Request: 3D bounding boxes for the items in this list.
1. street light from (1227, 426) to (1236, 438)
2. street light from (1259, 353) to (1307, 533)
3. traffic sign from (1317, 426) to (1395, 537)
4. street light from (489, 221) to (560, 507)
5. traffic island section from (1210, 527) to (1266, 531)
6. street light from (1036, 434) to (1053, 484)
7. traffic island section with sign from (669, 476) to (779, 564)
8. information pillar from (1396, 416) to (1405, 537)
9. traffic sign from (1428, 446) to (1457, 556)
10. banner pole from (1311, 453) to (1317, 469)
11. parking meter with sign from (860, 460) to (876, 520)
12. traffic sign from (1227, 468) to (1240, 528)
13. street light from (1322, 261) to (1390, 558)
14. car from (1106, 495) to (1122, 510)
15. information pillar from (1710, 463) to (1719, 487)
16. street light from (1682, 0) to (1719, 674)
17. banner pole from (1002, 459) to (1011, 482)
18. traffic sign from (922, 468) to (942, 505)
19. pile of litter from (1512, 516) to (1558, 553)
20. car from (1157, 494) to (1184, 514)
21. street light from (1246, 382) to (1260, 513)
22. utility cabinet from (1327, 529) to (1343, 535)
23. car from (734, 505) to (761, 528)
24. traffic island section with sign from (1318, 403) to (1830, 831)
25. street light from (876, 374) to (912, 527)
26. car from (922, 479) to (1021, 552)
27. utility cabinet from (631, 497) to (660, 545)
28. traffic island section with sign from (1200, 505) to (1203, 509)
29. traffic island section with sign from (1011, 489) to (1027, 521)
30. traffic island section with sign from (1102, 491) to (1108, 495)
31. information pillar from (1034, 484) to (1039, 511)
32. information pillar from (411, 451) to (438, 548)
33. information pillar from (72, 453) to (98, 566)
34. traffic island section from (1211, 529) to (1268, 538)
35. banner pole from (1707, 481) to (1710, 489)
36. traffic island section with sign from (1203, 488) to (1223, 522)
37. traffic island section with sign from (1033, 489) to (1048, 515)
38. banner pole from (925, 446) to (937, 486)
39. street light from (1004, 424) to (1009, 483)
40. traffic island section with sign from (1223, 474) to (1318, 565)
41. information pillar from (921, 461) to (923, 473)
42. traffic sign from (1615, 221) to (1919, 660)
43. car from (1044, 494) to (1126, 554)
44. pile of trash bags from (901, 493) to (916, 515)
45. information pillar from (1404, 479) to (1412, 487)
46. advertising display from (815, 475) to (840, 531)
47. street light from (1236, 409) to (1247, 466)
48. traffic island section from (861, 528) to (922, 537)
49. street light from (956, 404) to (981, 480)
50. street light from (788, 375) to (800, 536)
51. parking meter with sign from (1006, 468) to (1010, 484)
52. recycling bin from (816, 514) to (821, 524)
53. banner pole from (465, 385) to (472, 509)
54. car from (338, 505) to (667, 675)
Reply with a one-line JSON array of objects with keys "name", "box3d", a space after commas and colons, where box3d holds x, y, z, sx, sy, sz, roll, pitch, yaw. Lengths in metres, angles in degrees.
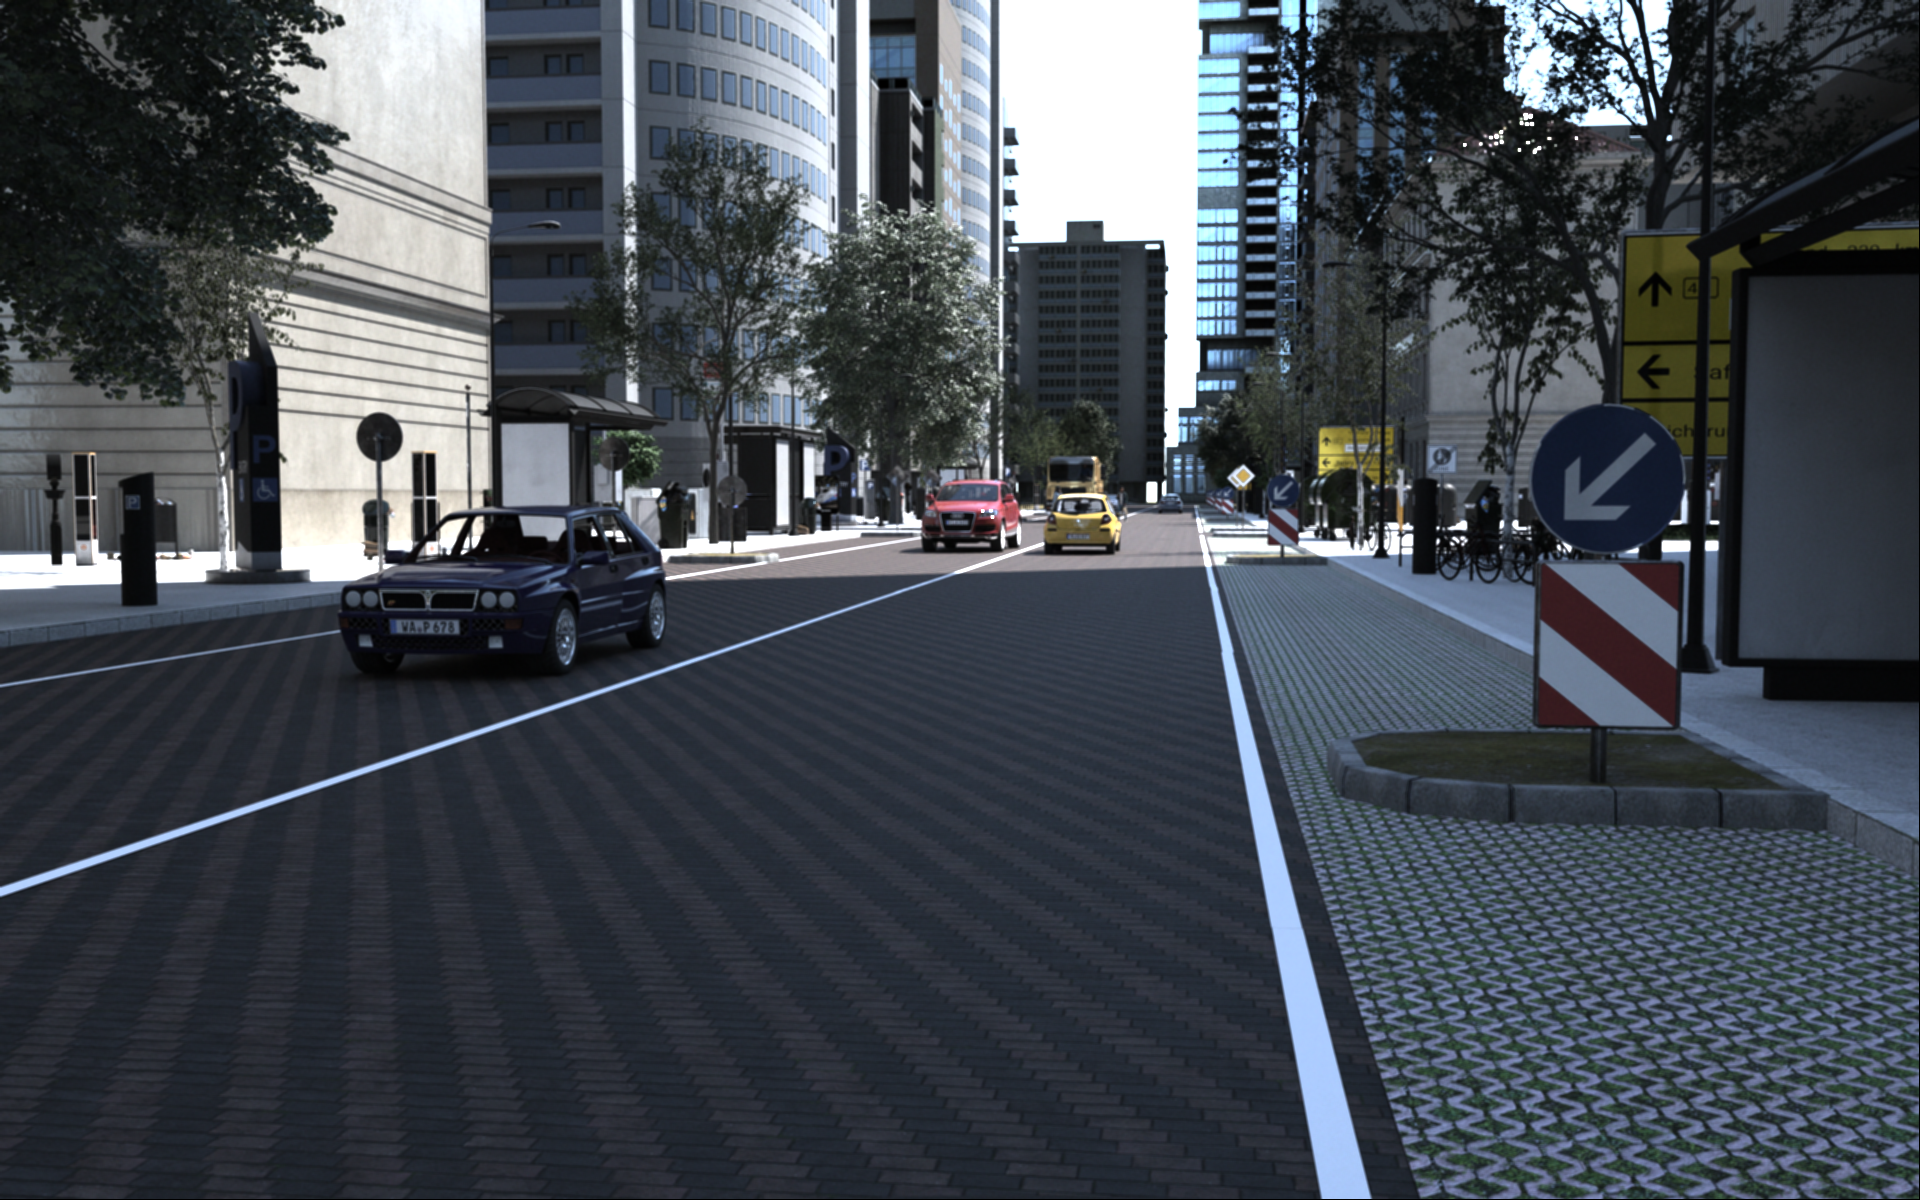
[{"name": "street light", "box3d": [19.063, -8.878, 117.689, 1.470, 5.913, 1.316, 0, 4, 8]}, {"name": "street light", "box3d": [10.707, -5.161, 56.923, 1.470, 5.913, 1.316, 0, 4, 8]}, {"name": "traffic sign", "box3d": [11.825, -3.542, 51.786, 2.265, 3.308, 0.079, 1, 4, 11]}, {"name": "street light", "box3d": [-7.492, -3.497, 29.711, 1.470, 5.913, 1.316, 0, 4, 8]}, {"name": "traffic island section", "box3d": [10.530, -2.659, 65.759, 2.009, 0.180, 2.903, 0, 4, 8]}, {"name": "street light", "box3d": [6.515, -9.930, 134.894, 1.470, 5.913, 1.316, 0, 4, 8]}, {"name": "traffic island section with sign", "box3d": [-4.901, -1.709, 36.565, 1.989, 1.847, 2.006, 0, 4, 8]}, {"name": "information pillar", "box3d": [13.308, -3.728, 52.305, 0.183, 3.616, 0.504, 0, 4, 1]}, {"name": "traffic sign", "box3d": [10.018, -2.074, 36.046, 0.606, 2.300, 0.079, 1, 4, 15]}, {"name": "banner pole", "box3d": [21.815, -7.120, 106.426, 0.863, 3.779, 0.401, 3, 5, 40]}, {"name": "parking meter with sign", "box3d": [-4.619, -5.595, 87.738, 0.543, 3.016, 1.738, -1, 4, -16]}, {"name": "traffic sign", "box3d": [10.505, -3.795, 65.685, 0.795, 2.450, 0.064, 0, 4, 8]}, {"name": "street light", "box3d": [7.914, -3.799, 34.653, 1.470, 5.913, 1.316, 0, 4, 8]}, {"name": "car", "box3d": [13.942, -8.956, 158.800, 2.083, 1.381, 4.827, 0, 4, 7]}, {"name": "information pillar", "box3d": [55.724, -8.377, 128.310, 0.504, 3.616, 0.183, 0, 4, 7]}, {"name": "street light", "box3d": [4.783, -2.440, 12.439, 1.470, 5.913, 1.316, 0, 4, 8]}, {"name": "banner pole", "box3d": [3.387, -8.218, 124.384, 0.863, 3.779, 0.401, -3, 4, -36]}, {"name": "traffic sign", "box3d": [-1.082, -3.891, 67.256, 0.795, 2.450, 0.064, 0, 4, 8]}, {"name": "pile of litter", "box3d": [12.724, -1.517, 38.773, 1.719, 0.858, 1.176, -2, 4, -35]}, {"name": "car", "box3d": [15.605, -7.121, 128.424, 2.014, 1.417, 4.499, 0, 4, 7]}, {"name": "street light", "box3d": [12.826, -6.089, 72.097, 1.470, 5.913, 1.316, 0, 4, 8]}, {"name": "utility cabinet", "box3d": [11.705, -2.778, 54.105, 0.318, 1.500, 1.173, 2, 4, 25]}, {"name": "car", "box3d": [-9.248, -3.429, 65.655, 3.694, 1.707, 1.945, 0, 4, 7]}, {"name": "traffic island section with sign", "box3d": [2.835, 0.015, 8.390, 1.989, 1.847, 2.006, 0, 4, 8]}, {"name": "street light", "box3d": [-2.534, -5.794, 67.268, 1.470, 5.913, 1.316, 0, 4, 8]}, {"name": "car", "box3d": [0.348, -2.200, 44.648, 2.281, 1.827, 5.304, 1, 4, 9]}, {"name": "utility cabinet", "box3d": [-7.837, -1.999, 43.853, 0.306, 1.237, 1.020, 3, 5, 43]}, {"name": "traffic island section with sign", "box3d": [17.449, -6.639, 117.182, 1.989, 1.847, 2.006, 0, 4, 8]}, {"name": "traffic island section with sign", "box3d": [2.501, -5.079, 91.662, 1.989, 1.847, 2.006, 0, 4, 8]}, {"name": "traffic island section with sign", "box3d": [16.438, -11.425, 195.422, 1.989, 1.847, 2.006, 0, 4, 8]}, {"name": "information pillar", "box3d": [5.804, -7.754, 131.267, 0.304, 2.012, 0.304, 3, 5, 40]}, {"name": "information pillar", "box3d": [-9.254, -1.558, 29.963, 0.304, 2.012, 0.304, 2, 4, 28]}, {"name": "information pillar", "box3d": [-15.588, -1.613, 30.865, 0.304, 2.012, 0.304, -1, 4, -9]}, {"name": "traffic island section", "box3d": [9.467, -2.175, 57.845, 2.009, 0.180, 2.903, 0, 4, 8]}, {"name": "banner pole", "box3d": [53.494, -8.195, 124.006, 0.863, 3.779, 0.401, -2, 4, -28]}, {"name": "traffic island section with sign", "box3d": [13.860, -5.005, 90.466, 1.989, 1.847, 2.006, 0, 4, 8]}, {"name": "traffic island section with sign", "box3d": [6.085, -6.713, 118.379, 1.989, 1.847, 2.006, 0, 4, 8]}, {"name": "banner pole", "box3d": [-1.444, -6.086, 89.530, 0.863, 3.779, 0.401, -1, 4, -10]}, {"name": "street light", "box3d": [3.438, -8.513, 111.735, 1.470, 5.913, 1.316, 0, 4, 8]}, {"name": "traffic island section with sign", "box3d": [6.494, -1.650, 35.612, 1.989, 1.847, 2.006, 0, 4, 8]}, {"name": "information pillar", "box3d": [-2.019, -6.585, 99.021, 0.504, 3.616, 0.183, 3, 5, 42]}, {"name": "traffic sign", "box3d": [6.202, -1.185, 13.255, 2.265, 3.308, 0.079, 1, 4, 12]}, {"name": "car", "box3d": [3.047, -1.981, 42.614, 2.015, 1.641, 3.980, 0, 4, 8]}, {"name": "pile of trash bags", "box3d": [-2.517, -5.914, 106.453, 3.447, 1.369, 1.912, 2, 4, 23]}, {"name": "information pillar", "box3d": [22.376, -5.026, 86.659, 0.304, 2.012, 0.304, -3, 4, -38]}, {"name": "advertising display", "box3d": [-4.613, -3.336, 59.764, 0.974, 1.923, 0.123, 1, 4, 22]}, {"name": "street light", "box3d": [16.021, -7.488, 94.969, 1.470, 5.913, 1.316, 0, 4, 8]}, {"name": "traffic island section", "box3d": [-2.170, -2.271, 59.407, 2.009, 0.180, 2.903, 0, 4, 8]}, {"name": "street light", "box3d": [0.386, -7.154, 89.510, 1.470, 5.913, 1.316, 0, 4, 8]}, {"name": "street light", "box3d": [-4.533, -4.889, 52.475, 1.470, 5.913, 1.316, 0, 4, 8]}, {"name": "parking meter with sign", "box3d": [2.537, -7.316, 115.871, 1.738, 3.016, 0.543, 3, 5, 44]}, {"name": "recycling bin", "box3d": [-5.834, -3.842, 75.368, 0.722, 1.027, 0.722, 2, 4, 29]}, {"name": "banner pole", "box3d": [-11.192, -3.023, 39.444, 0.401, 3.779, 0.863, -1, 4, -12]}, {"name": "car", "box3d": [-3.823, -0.149, 15.013, 1.945, 1.354, 3.894, 0, 4, 7]}]
